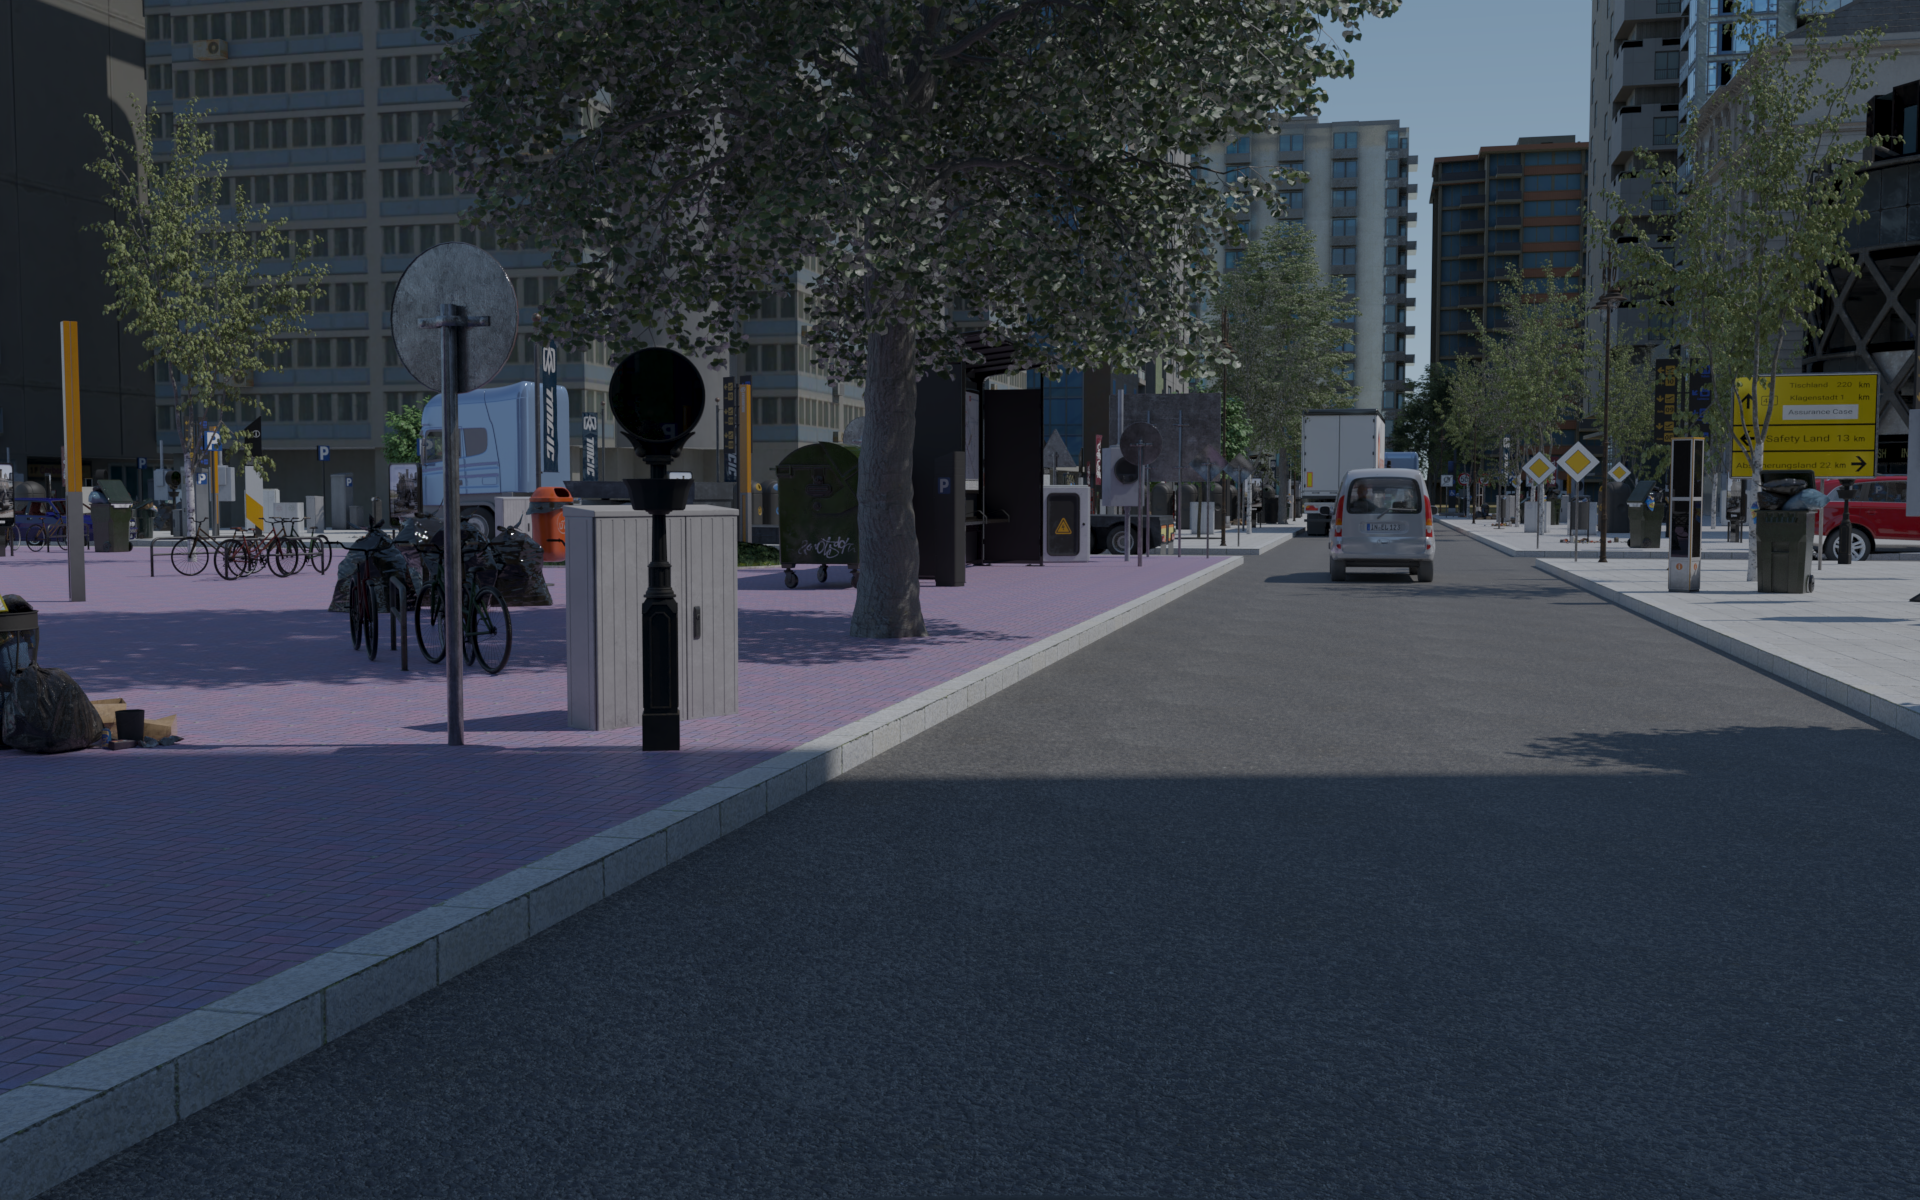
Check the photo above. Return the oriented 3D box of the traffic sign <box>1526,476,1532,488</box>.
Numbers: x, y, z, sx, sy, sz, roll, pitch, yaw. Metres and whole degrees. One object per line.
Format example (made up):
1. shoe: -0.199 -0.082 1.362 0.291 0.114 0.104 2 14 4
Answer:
1. traffic sign: 31.553 -5.717 95.595 0.606 2.300 0.079 1 4 20

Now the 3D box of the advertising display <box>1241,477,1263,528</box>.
1. advertising display: 11.070 -3.698 65.682 0.974 1.923 0.123 -2 4 -30

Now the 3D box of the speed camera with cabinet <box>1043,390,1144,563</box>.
1. speed camera with cabinet: 2.412 -2.337 32.553 2.038 3.252 0.660 -1 4 -13

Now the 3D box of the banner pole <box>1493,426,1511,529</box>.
1. banner pole: 19.944 -4.497 63.549 0.863 3.779 0.401 -3 5 -41

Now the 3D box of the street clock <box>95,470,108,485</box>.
1. street clock: -25.369 -2.855 51.246 0.358 2.002 0.471 -1 4 -9

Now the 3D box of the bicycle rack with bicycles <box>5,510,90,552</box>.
1. bicycle rack with bicycles: -21.042 -1.551 38.737 2.852 0.926 2.925 0 4 1

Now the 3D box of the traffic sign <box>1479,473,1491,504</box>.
1. traffic sign: 32.384 -6.531 106.883 0.768 2.556 0.104 1 4 21

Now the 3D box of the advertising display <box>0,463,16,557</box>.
1. advertising display: -19.643 -1.839 35.278 0.123 1.923 0.974 1 4 10

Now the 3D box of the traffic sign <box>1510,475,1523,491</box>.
1. traffic sign: 33.553 -6.326 104.613 0.795 2.450 0.064 1 4 20

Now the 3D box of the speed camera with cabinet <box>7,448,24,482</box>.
1. speed camera with cabinet: -39.764 -4.839 73.455 2.038 3.252 0.660 2 4 33

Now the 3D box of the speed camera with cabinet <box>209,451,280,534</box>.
1. speed camera with cabinet: -23.275 -3.793 56.351 2.038 3.252 0.660 -1 4 -11

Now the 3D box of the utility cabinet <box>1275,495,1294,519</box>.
1. utility cabinet: 17.030 -4.887 91.063 1.020 1.237 0.306 2 4 28

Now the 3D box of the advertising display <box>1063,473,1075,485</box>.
1. advertising display: 3.390 -2.974 53.845 0.123 1.923 0.974 1 4 20

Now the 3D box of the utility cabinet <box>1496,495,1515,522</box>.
1. utility cabinet: 24.754 -4.123 78.580 0.306 1.237 1.020 -1 4 -17

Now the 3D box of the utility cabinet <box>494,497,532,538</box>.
1. utility cabinet: -9.678 -1.636 37.905 0.306 1.237 1.020 2 4 35

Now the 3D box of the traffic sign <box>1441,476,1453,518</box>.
1. traffic sign: 26.261 -5.586 93.458 0.606 2.300 0.079 1 4 14

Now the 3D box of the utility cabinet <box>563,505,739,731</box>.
1. utility cabinet: -1.722 0.084 9.791 0.306 1.237 1.020 3 5 42

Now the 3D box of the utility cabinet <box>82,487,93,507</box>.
1. utility cabinet: -27.363 -2.805 54.539 0.318 1.500 1.173 2 4 27

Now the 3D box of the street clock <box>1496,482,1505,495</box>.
1. street clock: 29.760 -5.549 95.301 0.471 2.002 0.358 -1 4 -9

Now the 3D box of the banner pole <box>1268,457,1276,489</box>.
1. banner pole: 19.816 -7.361 110.376 0.401 3.779 0.863 -3 5 -40

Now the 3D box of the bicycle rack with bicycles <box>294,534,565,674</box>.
1. bicycle rack with bicycles: -3.582 -0.006 13.475 2.852 0.926 2.925 -1 4 -19

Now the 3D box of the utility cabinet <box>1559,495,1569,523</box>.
1. utility cabinet: 26.968 -4.104 78.267 1.020 1.237 0.306 1 4 12

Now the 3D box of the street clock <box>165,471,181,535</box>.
1. street clock: -24.468 -3.018 53.922 0.358 2.002 0.471 1 4 18

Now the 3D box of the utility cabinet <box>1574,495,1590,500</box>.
1. utility cabinet: 32.884 -4.916 91.531 1.020 1.237 0.306 -2 4 -34

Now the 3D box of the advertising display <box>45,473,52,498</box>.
1. advertising display: -28.007 -2.937 53.242 0.123 1.923 0.974 -2 4 -25

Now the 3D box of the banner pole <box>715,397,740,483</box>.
1. banner pole: -6.056 -3.359 44.944 0.863 3.779 0.401 0 4 7

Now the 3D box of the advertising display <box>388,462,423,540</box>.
1. advertising display: -11.398 -1.860 35.630 0.974 1.923 0.123 3 4 36

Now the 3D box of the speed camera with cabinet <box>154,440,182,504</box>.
1. speed camera with cabinet: -28.704 -4.248 63.788 2.038 3.252 0.660 1 4 22

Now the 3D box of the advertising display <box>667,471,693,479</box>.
1. advertising display: -7.798 -2.627 48.161 0.123 1.923 0.974 2 4 33

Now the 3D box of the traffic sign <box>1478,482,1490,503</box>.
1. traffic sign: 33.630 -6.809 111.335 0.884 2.594 0.081 1 4 20

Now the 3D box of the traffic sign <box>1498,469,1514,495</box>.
1. traffic sign: 25.930 -5.030 82.339 0.768 2.556 0.104 1 4 20

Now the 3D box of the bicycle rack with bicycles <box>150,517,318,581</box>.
1. bicycle rack with bicycles: -11.096 -0.842 27.152 2.852 0.926 2.925 2 4 31

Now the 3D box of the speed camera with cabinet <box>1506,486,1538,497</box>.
1. speed camera with cabinet: 33.142 -6.571 101.776 2.038 3.252 0.660 2 4 34

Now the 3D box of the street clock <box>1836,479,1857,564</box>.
1. street clock: 16.179 -1.654 31.618 0.471 2.002 0.358 3 5 42

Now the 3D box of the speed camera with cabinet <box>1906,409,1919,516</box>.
1. speed camera with cabinet: 10.517 -1.392 17.091 0.660 3.252 2.038 -2 4 -32

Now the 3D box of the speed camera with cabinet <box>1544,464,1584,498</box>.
1. speed camera with cabinet: 32.914 -6.103 94.125 2.038 3.252 0.660 -1 4 -22

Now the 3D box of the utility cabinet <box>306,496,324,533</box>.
1. utility cabinet: -21.385 -2.831 57.442 0.306 1.237 1.020 -3 4 -36

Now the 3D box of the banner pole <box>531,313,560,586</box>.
1. banner pole: -5.815 -2.097 24.302 0.401 3.779 0.863 1 4 13

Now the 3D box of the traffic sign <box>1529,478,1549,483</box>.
1. traffic sign: 26.568 -4.863 79.508 0.884 2.594 0.081 1 4 15

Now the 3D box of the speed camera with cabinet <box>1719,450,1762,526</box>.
1. speed camera with cabinet: 31.402 -4.577 69.175 2.038 3.252 0.660 -2 4 -24

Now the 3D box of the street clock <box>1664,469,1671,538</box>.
1. street clock: 20.876 -2.835 50.931 0.358 2.002 0.471 1 4 14

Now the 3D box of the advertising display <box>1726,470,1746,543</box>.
1. advertising display: 20.504 -2.482 45.788 0.123 1.923 0.974 0 4 3

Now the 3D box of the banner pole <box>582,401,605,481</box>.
1. banner pole: -9.808 -3.465 46.671 0.863 3.779 0.401 -3 5 -40

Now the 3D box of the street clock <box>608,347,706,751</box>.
1. street clock: -1.506 -0.251 8.677 0.471 2.002 0.358 -1 4 -8

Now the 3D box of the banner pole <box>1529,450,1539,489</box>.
1. banner pole: 32.474 -6.591 97.782 0.863 3.779 0.401 -1 4 -21
